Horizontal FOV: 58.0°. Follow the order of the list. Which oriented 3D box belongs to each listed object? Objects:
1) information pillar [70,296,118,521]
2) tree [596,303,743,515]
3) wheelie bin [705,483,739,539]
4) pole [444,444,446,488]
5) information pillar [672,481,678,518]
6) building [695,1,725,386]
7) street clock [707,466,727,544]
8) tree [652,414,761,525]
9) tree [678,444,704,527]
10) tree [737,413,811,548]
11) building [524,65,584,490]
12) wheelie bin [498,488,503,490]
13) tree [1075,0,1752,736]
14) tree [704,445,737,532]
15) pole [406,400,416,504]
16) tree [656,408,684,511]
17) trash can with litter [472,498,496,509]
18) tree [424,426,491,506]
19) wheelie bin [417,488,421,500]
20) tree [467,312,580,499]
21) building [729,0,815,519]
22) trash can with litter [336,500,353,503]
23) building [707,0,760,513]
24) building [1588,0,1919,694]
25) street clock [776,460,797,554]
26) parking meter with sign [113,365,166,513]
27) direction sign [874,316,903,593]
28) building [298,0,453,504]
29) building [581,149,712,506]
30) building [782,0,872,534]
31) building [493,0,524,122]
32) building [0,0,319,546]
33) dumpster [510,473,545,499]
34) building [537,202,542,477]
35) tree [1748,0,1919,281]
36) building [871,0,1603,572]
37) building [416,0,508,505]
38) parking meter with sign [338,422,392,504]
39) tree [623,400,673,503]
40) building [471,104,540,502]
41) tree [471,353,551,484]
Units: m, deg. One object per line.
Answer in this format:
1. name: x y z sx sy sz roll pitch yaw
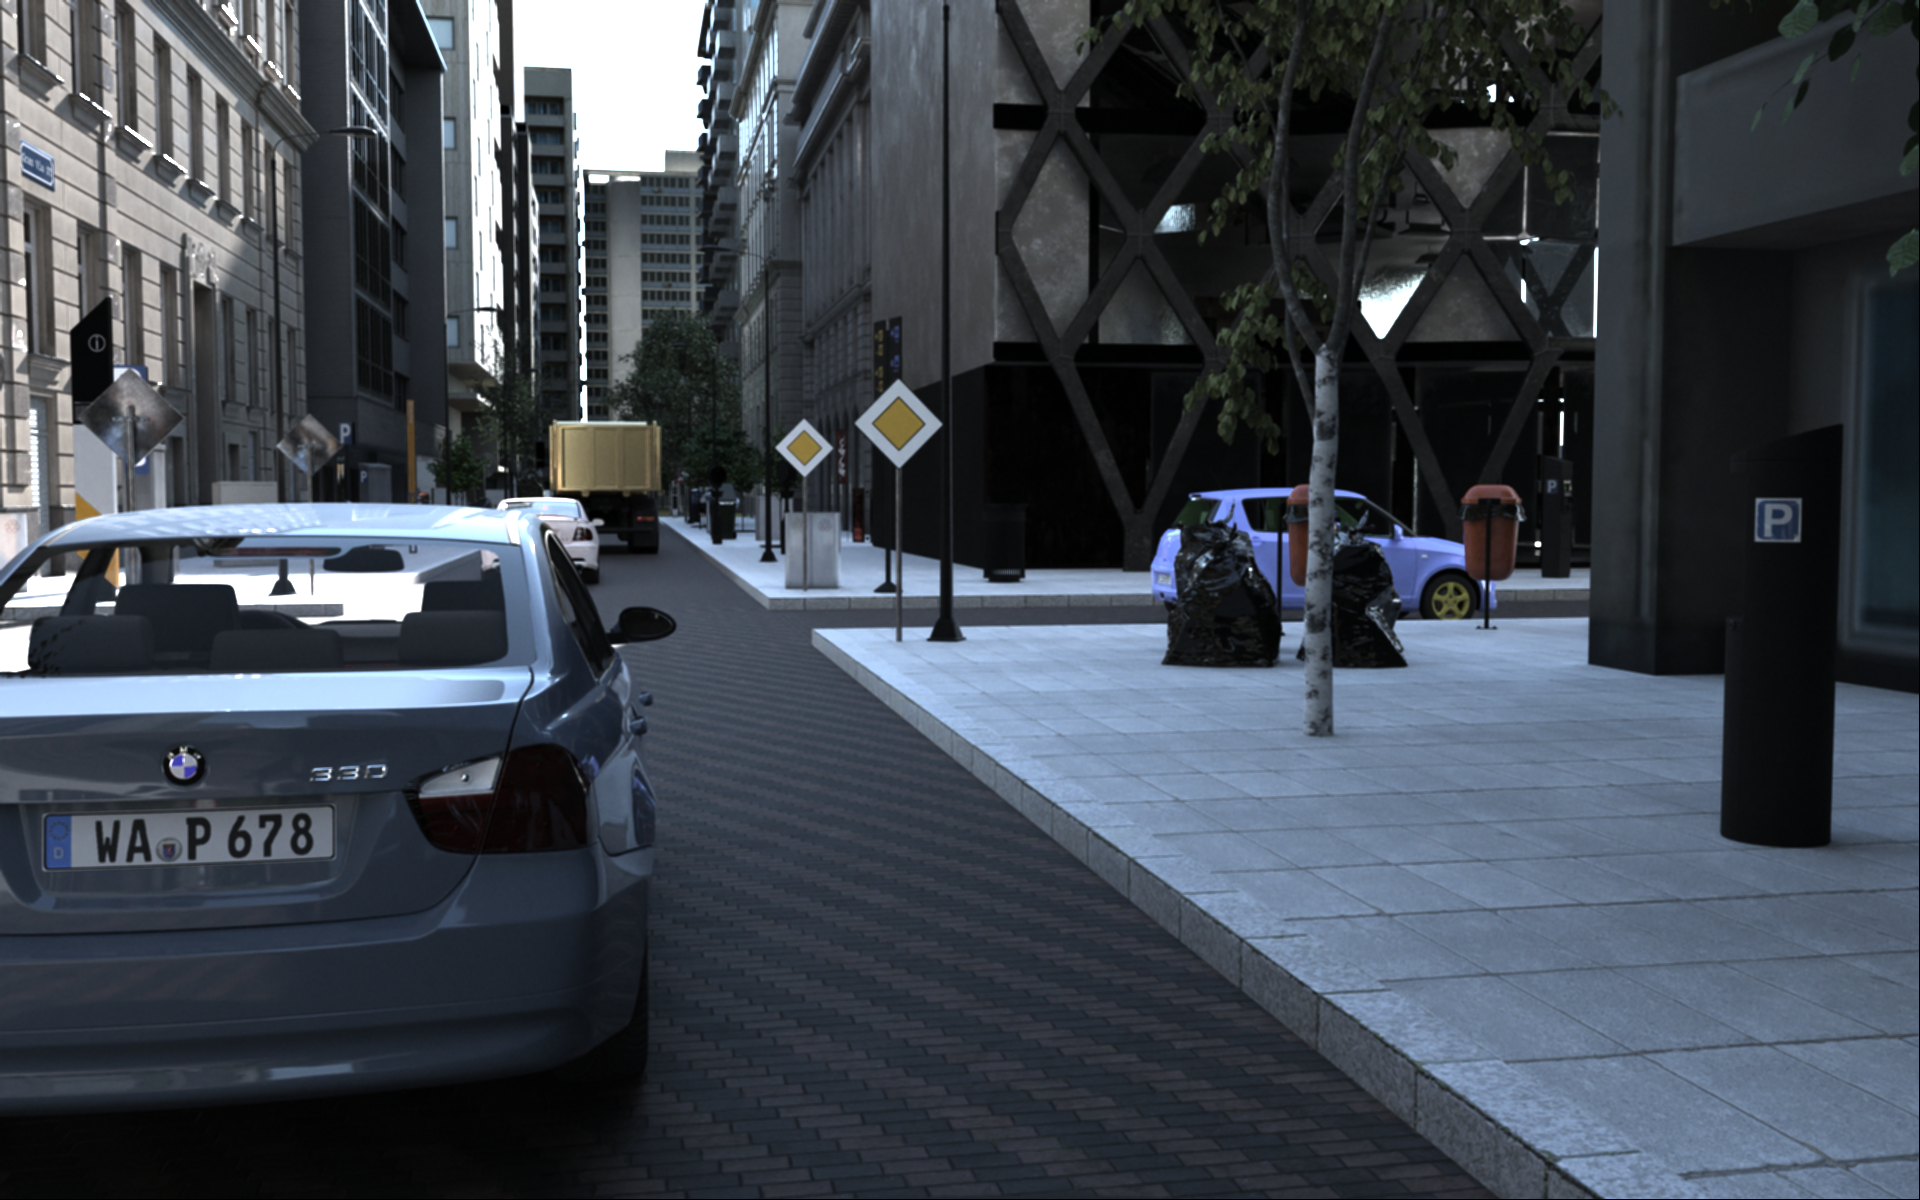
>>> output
1. information pillar: -10.285 -1.790 20.617 0.504 3.616 0.183 0 4 2
2. tree: -16.974 -11.433 103.945 9.611 12.733 9.660 0 3 0
3. wheelie bin: -6.777 -2.525 49.186 0.980 1.594 0.693 -2 4 -28
4. pole: -19.187 -4.338 64.778 0.158 3.312 0.155 0 3 0
5. information pillar: -15.540 -5.502 94.451 0.304 2.012 0.304 -1 4 -10
6. building: -12.368 -30.706 156.667 22.147 44.769 28.867 -1 4 -11
7. street clock: -6.220 -2.432 44.340 0.471 2.002 0.358 -2 4 -31
8. tree: -9.818 -5.351 71.199 4.285 4.588 4.351 0 3 0
9. tree: -10.053 -4.422 66.903 1.663 3.219 1.824 0 3 0
10. tree: -4.263 -2.876 41.623 1.663 3.219 1.824 0 3 0
11. building: -52.157 -34.487 187.569 21.600 48.544 21.300 -1 4 -11
12. wheelie bin: -23.684 -4.971 89.180 0.693 1.594 0.980 0 4 3
13. tree: 2.107 -3.594 9.122 4.737 8.622 4.395 0 3 0
14. tree: -7.446 -3.923 58.739 1.663 3.219 1.824 0 3 0
15. pole: -11.869 -2.669 37.486 0.158 3.312 0.155 0 3 0
16. tree: -21.495 -10.887 128.366 4.360 8.622 3.978 0 3 0
17. trash can with litter: -14.696 -2.542 52.948 0.624 1.170 1.055 1 4 15
18. tree: -14.109 -3.353 49.420 1.663 3.219 1.824 0 3 0
19. wheelie bin: -29.199 -5.184 92.672 0.980 1.594 0.693 1 4 14
20. tree: -18.011 -7.367 70.807 4.360 8.622 3.978 0 3 0
21. building: -4.424 -17.663 86.055 12.463 27.353 25.104 -1 4 -11
22. trash can with litter: -11.427 -1.322 33.010 0.624 1.170 1.055 2 4 34
23. building: -6.917 -31.049 127.255 23.786 49.044 30.456 -1 4 -11
24. building: 17.188 -23.218 3.312 21.300 48.544 21.600 -1 4 -11
25. street clock: -3.685 -1.974 36.851 0.358 2.002 0.471 -3 5 -39
26. parking meter with sign: -11.423 -1.715 24.306 0.543 3.016 1.738 -1 4 -10
27. direction sign: -0.938 -1.868 22.546 0.379 3.537 0.876 -2 4 -25
28. building: -27.145 -14.865 62.116 14.314 24.678 30.058 -1 4 -11
29. building: -30.920 -30.959 198.056 23.993 40.220 32.217 -1 4 -11
30. building: 1.347 -13.489 62.346 13.314 21.916 24.055 -1 4 -11
31. building: -42.835 -30.030 141.105 14.600 45.320 14.200 -1 4 -11
32. building: -21.297 -14.509 34.486 12.463 27.353 25.104 -1 4 -11
33. dumpster: -19.829 -4.702 79.375 1.502 2.255 1.985 -1 4 -11
34. building: -45.594 -23.639 158.198 14.107 30.474 14.160 -1 4 -11
35. tree: 3.193 -1.200 3.329 4.285 4.588 4.351 0 3 0
36. building: 7.634 -10.278 35.492 16.811 18.784 16.820 -1 4 -11
37. building: -42.493 -31.552 105.113 28.713 52.752 27.495 -1 4 -11
38. parking meter with sign: -14.409 -2.844 42.765 0.543 3.016 1.738 2 4 34
39. tree: -27.610 -13.521 155.483 7.601 10.594 8.767 -1 4 -19
40. building: -38.976 -21.771 127.661 14.160 30.474 14.107 -1 4 -11
41. tree: -22.859 -8.508 89.462 4.737 8.622 4.395 0 3 0
